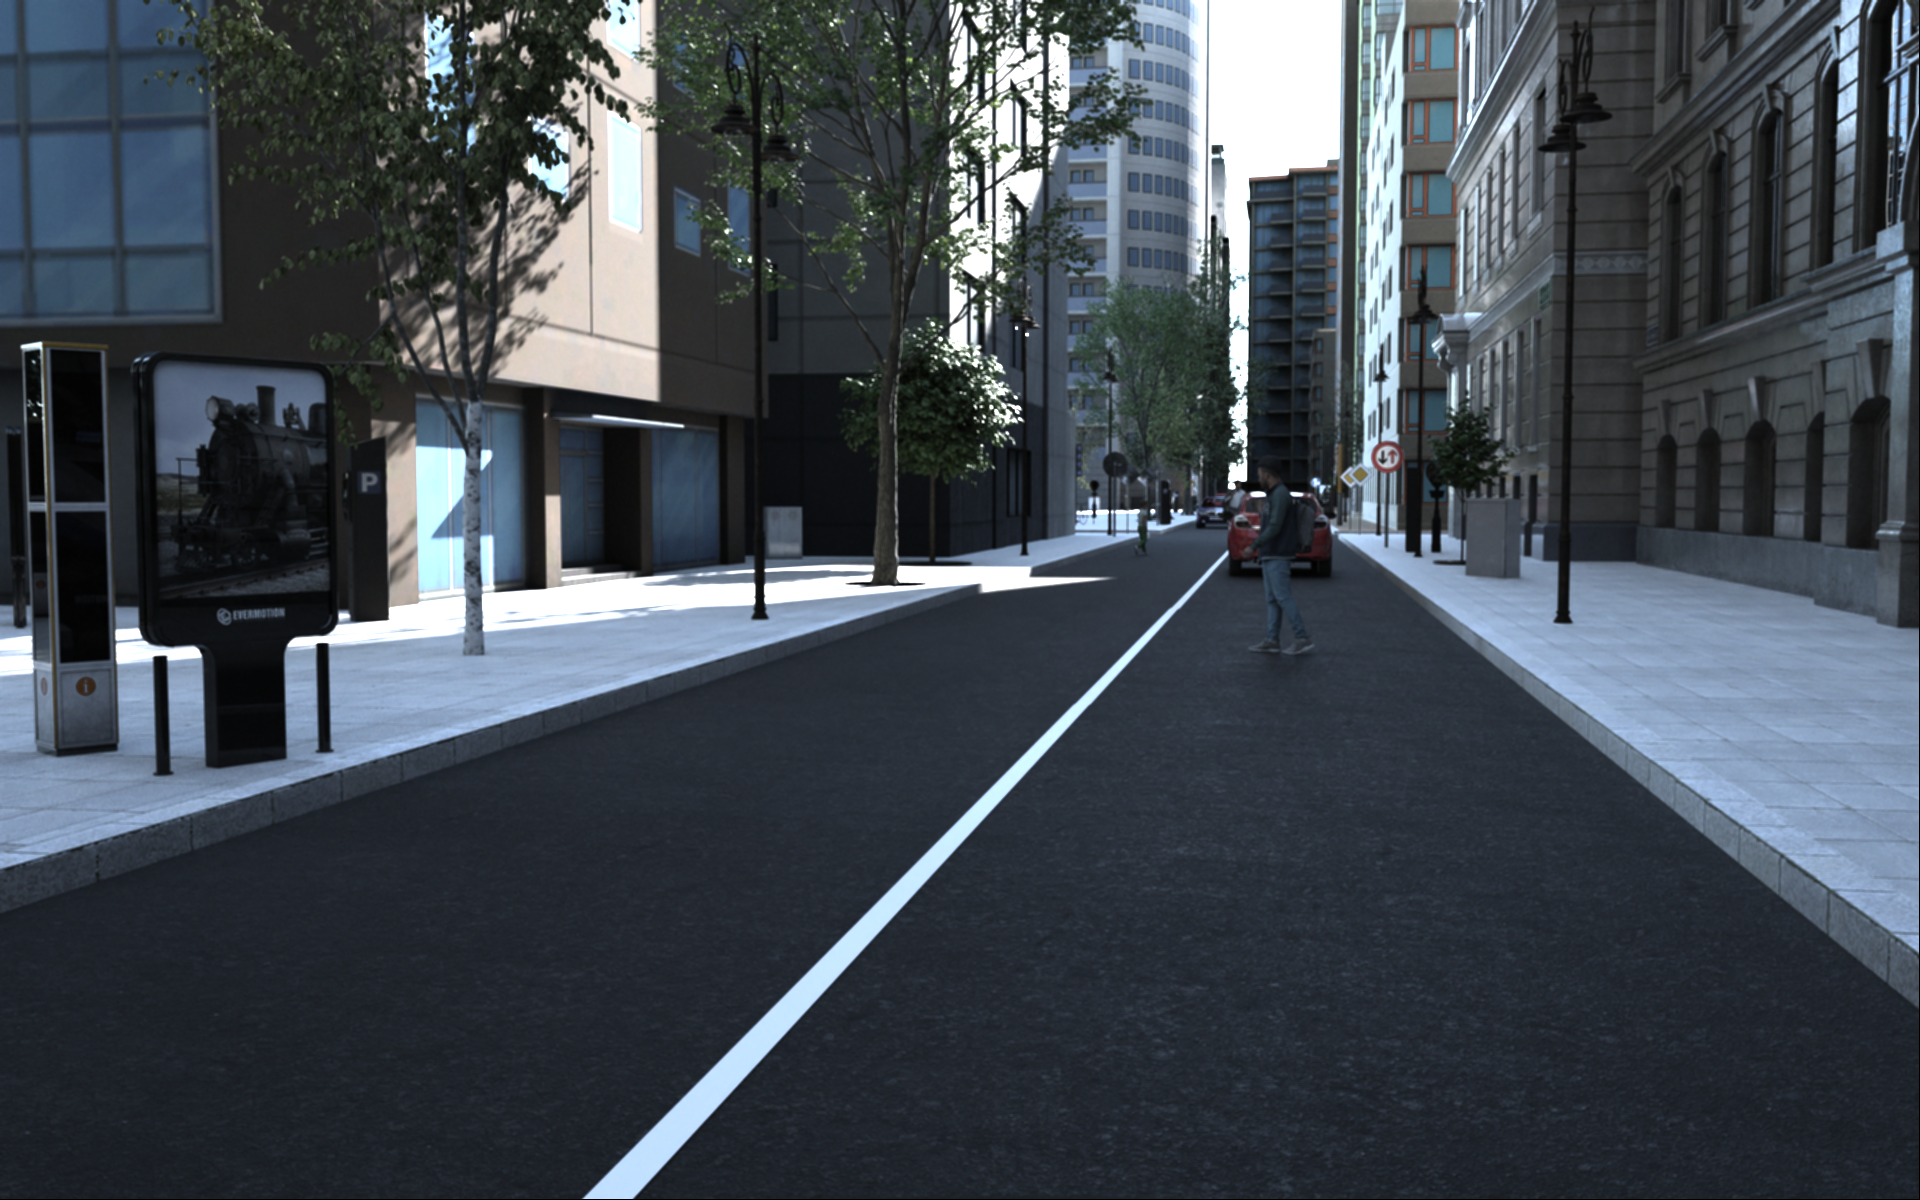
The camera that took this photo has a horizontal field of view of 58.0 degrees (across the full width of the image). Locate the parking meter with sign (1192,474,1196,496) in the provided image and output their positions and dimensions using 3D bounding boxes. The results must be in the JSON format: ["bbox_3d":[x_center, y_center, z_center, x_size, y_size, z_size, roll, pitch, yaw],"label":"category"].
[{"bbox_3d":[18.551,-8.551,136.077,0.543,3.016,1.738,1,4,14],"label":"parking meter with sign"}]

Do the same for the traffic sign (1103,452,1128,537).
[{"bbox_3d":[4.653,-3.181,52.123,0.768,2.556,0.104,1,4,20],"label":"traffic sign"}]

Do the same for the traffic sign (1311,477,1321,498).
[{"bbox_3d":[27.185,-8.084,132.286,0.768,2.556,0.104,1,4,11],"label":"traffic sign"}]

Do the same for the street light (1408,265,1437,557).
[{"bbox_3d":[9.344,-3.814,35.154,0.468,5.910,1.993,1,4,11],"label":"street light"}]

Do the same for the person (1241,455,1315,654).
[{"bbox_3d":[2.866,-0.418,15.679,0.721,1.781,0.623,0,4,-1],"label":"person"}]

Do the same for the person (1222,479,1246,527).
[{"bbox_3d":[7.455,-2.350,47.030,0.679,1.850,0.850,0,4,2],"label":"person"}]

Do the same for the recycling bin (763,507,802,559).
[{"bbox_3d":[-3.542,-1.337,34.412,0.722,1.027,0.722,-1,4,-15],"label":"recycling bin"}]

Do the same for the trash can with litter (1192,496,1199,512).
[{"bbox_3d":[16.678,-6.932,124.729,1.055,1.170,0.624,-3,5,-44],"label":"trash can with litter"}]

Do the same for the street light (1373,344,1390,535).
[{"bbox_3d":[12.984,-4.940,53.564,0.468,5.910,1.993,1,4,11],"label":"street light"}]

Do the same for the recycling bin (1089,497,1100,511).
[{"bbox_3d":[10.266,-7.325,132.315,0.722,1.027,0.722,1,4,19],"label":"recycling bin"}]

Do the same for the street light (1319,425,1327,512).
[{"bbox_3d":[24.541,-8.762,116.051,0.468,5.910,1.993,1,4,11],"label":"street light"}]

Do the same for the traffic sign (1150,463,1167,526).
[{"bbox_3d":[7.985,-4.271,69.939,0.768,2.556,0.104,1,4,11],"label":"traffic sign"}]

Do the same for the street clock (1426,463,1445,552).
[{"bbox_3d":[10.514,-2.056,38.188,0.471,2.002,0.358,1,4,22],"label":"street clock"}]

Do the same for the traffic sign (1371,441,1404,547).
[{"bbox_3d":[10.263,-2.538,41.609,0.768,2.556,0.104,1,4,15],"label":"traffic sign"}]

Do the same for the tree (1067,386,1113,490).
[{"bbox_3d":[7.706,-10.062,114.882,4.360,8.622,3.978,0,3,0],"label":"tree"}]

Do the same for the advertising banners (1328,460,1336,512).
[{"bbox_3d":[19.175,-5.693,89.267,0.090,3.025,2.074,1,4,21],"label":"advertising banners"}]

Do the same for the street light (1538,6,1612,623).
[{"bbox_3d":[6.008,-2.709,17.077,0.468,5.910,1.993,1,4,11],"label":"street light"}]

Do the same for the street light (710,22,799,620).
[{"bbox_3d":[-2.053,-2.741,17.602,0.468,5.910,1.993,1,4,11],"label":"street light"}]

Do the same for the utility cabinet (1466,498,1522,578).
[{"bbox_3d":[8.265,-0.959,26.844,0.306,1.237,1.020,-1,4,-19],"label":"utility cabinet"}]

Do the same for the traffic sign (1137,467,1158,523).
[{"bbox_3d":[6.832,-3.646,63.258,0.795,2.450,0.064,1,4,11],"label":"traffic sign"}]

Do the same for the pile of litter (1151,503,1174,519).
[{"bbox_3d":[10.157,-4.529,88.009,1.176,0.858,1.719,-3,4,-39],"label":"pile of litter"}]

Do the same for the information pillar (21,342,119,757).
[{"bbox_3d":[-4.407,-0.250,8.586,0.304,2.012,0.304,3,5,44],"label":"information pillar"}]

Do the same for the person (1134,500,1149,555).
[{"bbox_3d":[4.271,-1.711,40.721,0.306,1.304,0.590,3,5,42],"label":"person"}]

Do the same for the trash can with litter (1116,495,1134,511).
[{"bbox_3d":[12.008,-7.180,128.458,2.233,1.210,1.678,-1,4,-23],"label":"trash can with litter"}]

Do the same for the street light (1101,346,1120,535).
[{"bbox_3d":[4.690,-4.971,54.068,0.468,5.910,1.993,1,4,11],"label":"street light"}]

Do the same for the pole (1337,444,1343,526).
[{"bbox_3d":[15.452,-4.682,70.393,0.158,3.312,0.155,0,3,0],"label":"pole"}]

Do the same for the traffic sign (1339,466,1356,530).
[{"bbox_3d":[13.950,-3.564,61.913,0.795,2.450,0.064,1,4,11],"label":"traffic sign"}]

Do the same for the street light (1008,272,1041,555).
[{"bbox_3d":[1.351,-3.875,36.143,0.468,5.910,1.993,1,4,11],"label":"street light"}]

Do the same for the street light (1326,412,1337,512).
[{"bbox_3d":[21.171,-7.666,98.132,0.468,5.910,1.993,1,4,11],"label":"street light"}]

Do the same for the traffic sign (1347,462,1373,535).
[{"bbox_3d":[12.485,-3.084,54.063,0.795,2.450,0.064,1,4,11],"label":"traffic sign"}]

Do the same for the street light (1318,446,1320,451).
[{"bbox_3d":[28.019,-9.908,134.775,0.468,5.910,1.993,1,4,11],"label":"street light"}]

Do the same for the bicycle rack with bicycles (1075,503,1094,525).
[{"bbox_3d":[4.237,-3.610,72.413,2.852,0.926,2.925,2,4,30],"label":"bicycle rack with bicycles"}]

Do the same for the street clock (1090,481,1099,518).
[{"bbox_3d":[7.171,-5.374,92.439,0.471,2.002,0.358,2,4,25],"label":"street clock"}]

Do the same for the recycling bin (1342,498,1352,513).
[{"bbox_3d":[25.706,-6.305,115.648,0.722,1.027,0.722,0,4,-2],"label":"recycling bin"}]

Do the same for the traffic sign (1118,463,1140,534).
[{"bbox_3d":[5.367,-3.166,55.408,0.795,2.450,0.064,1,4,11],"label":"traffic sign"}]

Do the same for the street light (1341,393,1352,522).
[{"bbox_3d":[17.746,-6.535,79.639,0.468,5.910,1.993,1,4,11],"label":"street light"}]
